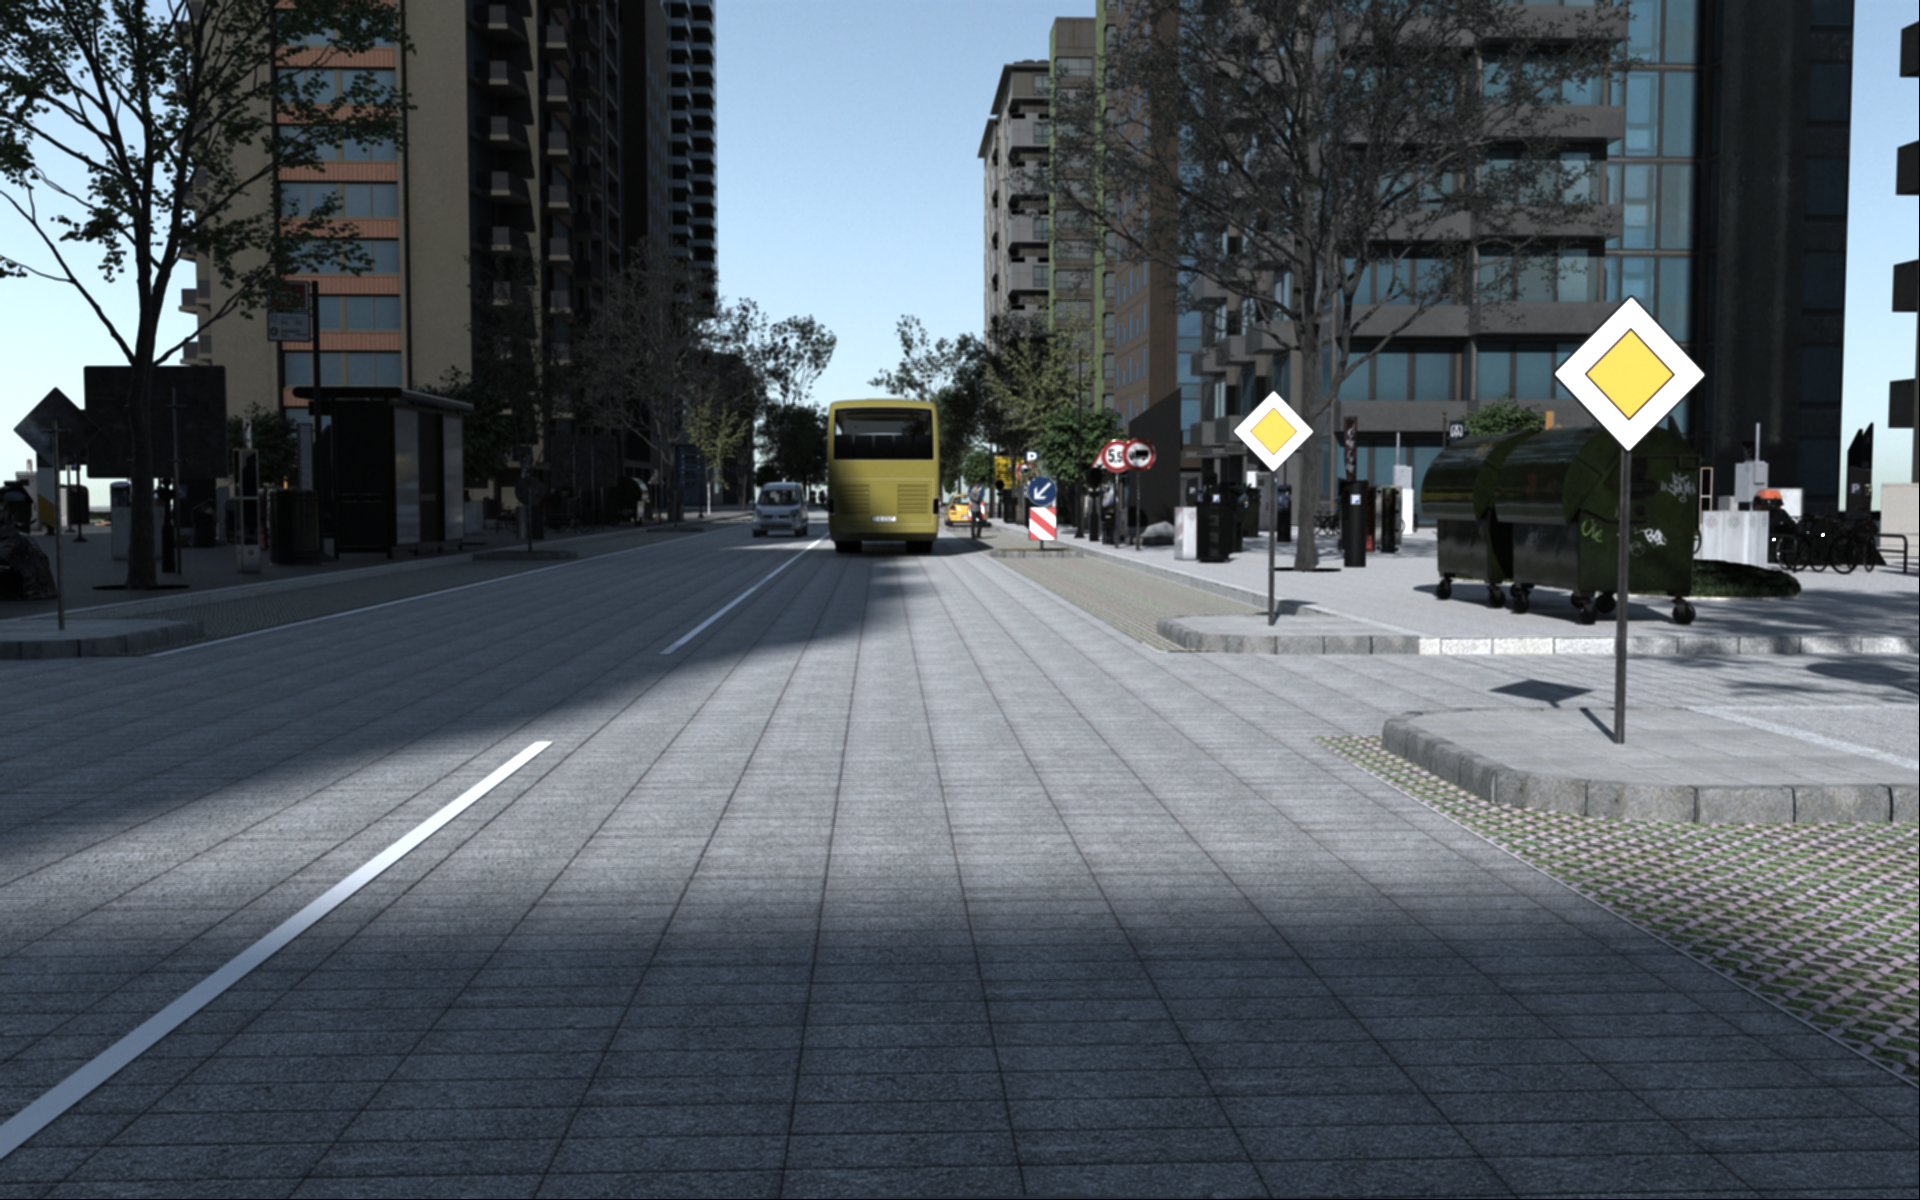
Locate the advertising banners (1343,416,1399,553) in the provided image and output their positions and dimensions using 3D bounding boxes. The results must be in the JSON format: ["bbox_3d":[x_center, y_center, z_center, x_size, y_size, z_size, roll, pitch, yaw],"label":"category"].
[{"bbox_3d":[9.094,-2.585,38.454,0.090,3.025,2.074,-1,4,-22],"label":"advertising banners"}]

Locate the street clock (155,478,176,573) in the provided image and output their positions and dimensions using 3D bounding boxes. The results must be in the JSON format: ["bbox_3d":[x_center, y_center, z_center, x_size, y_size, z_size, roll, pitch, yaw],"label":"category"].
[{"bbox_3d":[-12.984,-1.456,28.371,0.358,2.002,0.471,-1,4,-19],"label":"street clock"}]

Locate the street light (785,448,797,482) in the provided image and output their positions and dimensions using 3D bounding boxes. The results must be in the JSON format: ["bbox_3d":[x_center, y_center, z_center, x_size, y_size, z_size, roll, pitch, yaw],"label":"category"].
[{"bbox_3d":[-17.150,-12.434,175.841,1.470,5.913,1.316,0,4,-3],"label":"street light"}]

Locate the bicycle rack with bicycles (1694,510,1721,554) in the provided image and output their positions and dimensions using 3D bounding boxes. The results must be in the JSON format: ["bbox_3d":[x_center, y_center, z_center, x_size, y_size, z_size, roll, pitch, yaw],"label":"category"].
[{"bbox_3d":[16.295,-1.523,38.286,2.852,0.926,2.925,1,4,19],"label":"bicycle rack with bicycles"}]

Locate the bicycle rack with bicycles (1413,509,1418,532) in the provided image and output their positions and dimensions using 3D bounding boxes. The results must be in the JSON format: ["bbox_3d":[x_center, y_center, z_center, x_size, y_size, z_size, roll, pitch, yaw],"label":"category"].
[{"bbox_3d":[14.449,-2.831,59.666,2.852,0.926,2.925,0,4,7],"label":"bicycle rack with bicycles"}]

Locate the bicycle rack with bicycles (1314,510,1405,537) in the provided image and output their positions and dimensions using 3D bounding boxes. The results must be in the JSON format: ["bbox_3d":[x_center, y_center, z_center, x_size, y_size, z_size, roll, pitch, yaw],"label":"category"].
[{"bbox_3d":[11.621,-2.387,52.405,2.925,0.926,2.852,3,5,39],"label":"bicycle rack with bicycles"}]

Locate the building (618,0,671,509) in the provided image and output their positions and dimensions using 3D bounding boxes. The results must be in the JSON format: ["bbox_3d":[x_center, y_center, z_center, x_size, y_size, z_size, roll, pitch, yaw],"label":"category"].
[{"bbox_3d":[-32.472,-30.378,146.792,14.600,45.320,14.200,0,4,-3],"label":"building"}]

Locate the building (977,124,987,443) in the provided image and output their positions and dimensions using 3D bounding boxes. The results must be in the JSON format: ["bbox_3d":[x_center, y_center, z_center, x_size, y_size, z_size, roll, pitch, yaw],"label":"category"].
[{"bbox_3d":[17.444,-39.680,238.006,28.713,52.752,27.495,0,4,-3],"label":"building"}]

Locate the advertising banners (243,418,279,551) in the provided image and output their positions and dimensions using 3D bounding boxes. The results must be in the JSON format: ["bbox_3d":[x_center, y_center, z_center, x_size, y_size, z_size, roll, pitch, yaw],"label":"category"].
[{"bbox_3d":[-15.861,-2.639,39.338,0.090,3.025,2.074,-3,5,-43],"label":"advertising banners"}]

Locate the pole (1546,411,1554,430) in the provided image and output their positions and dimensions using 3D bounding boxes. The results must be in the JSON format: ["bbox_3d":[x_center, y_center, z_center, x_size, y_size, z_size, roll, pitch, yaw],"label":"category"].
[{"bbox_3d":[14.524,-2.989,42.721,0.158,3.312,0.155,0,3,0],"label":"pole"}]

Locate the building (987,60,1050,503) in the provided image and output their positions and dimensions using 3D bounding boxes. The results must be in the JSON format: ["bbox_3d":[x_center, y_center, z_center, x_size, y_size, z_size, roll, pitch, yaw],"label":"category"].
[{"bbox_3d":[18.820,-37.945,209.642,28.713,52.752,27.495,0,4,-3],"label":"building"}]

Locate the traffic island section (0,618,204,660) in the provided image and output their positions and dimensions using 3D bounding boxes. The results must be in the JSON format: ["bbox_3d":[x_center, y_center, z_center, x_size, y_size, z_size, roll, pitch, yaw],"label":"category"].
[{"bbox_3d":[-8.525,0.360,16.393,2.009,0.180,2.903,0,4,-3],"label":"traffic island section"}]

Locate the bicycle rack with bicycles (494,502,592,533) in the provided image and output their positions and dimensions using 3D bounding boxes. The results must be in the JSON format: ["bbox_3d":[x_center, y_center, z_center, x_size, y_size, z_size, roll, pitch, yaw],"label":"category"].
[{"bbox_3d":[-13.990,-2.673,57.087,2.925,0.926,2.852,2,4,32],"label":"bicycle rack with bicycles"}]

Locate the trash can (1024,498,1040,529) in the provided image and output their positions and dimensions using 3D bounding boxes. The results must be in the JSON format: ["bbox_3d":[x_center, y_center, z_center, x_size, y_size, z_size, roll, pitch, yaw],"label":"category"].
[{"bbox_3d":[2.719,-3.229,64.451,0.748,1.137,0.748,0,3,0],"label":"trash can"}]

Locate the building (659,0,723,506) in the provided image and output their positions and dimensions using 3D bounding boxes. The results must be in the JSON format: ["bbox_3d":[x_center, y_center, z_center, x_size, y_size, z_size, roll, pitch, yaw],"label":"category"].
[{"bbox_3d":[-37.873,-53.994,195.471,22.319,86.520,31.000,0,4,-3],"label":"building"}]

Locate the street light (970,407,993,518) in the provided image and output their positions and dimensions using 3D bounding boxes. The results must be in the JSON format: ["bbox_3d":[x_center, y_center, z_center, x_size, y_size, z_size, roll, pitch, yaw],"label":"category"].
[{"bbox_3d":[1.082,-7.283,91.614,1.470,5.913,1.316,0,4,-3],"label":"street light"}]

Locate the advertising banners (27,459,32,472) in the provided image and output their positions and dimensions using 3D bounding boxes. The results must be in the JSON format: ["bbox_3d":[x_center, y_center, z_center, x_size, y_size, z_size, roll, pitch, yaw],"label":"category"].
[{"bbox_3d":[-47.491,-5.604,87.818,2.074,3.025,0.090,3,4,39],"label":"advertising banners"}]

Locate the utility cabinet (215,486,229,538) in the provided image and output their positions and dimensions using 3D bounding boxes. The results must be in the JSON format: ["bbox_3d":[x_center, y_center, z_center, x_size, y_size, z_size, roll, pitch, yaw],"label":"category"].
[{"bbox_3d":[-20.010,-2.336,46.877,0.318,1.500,1.173,-2,4,-29],"label":"utility cabinet"}]

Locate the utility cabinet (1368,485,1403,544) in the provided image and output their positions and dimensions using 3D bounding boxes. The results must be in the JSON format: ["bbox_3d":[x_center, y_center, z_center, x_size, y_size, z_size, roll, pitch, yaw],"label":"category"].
[{"bbox_3d":[10.663,-2.163,44.049,0.318,1.500,1.173,-3,5,-43],"label":"utility cabinet"}]

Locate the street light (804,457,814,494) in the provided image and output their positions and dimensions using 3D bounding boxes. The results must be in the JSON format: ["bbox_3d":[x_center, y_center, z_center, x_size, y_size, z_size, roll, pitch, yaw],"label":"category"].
[{"bbox_3d":[-19.001,-14.984,217.527,1.470,5.913,1.316,0,4,-3],"label":"street light"}]

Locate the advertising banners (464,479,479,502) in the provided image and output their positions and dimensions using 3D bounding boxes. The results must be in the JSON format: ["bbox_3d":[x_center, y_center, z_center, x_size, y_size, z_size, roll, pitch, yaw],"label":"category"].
[{"bbox_3d":[-17.562,-3.982,61.288,0.090,3.025,2.074,1,4,19],"label":"advertising banners"}]

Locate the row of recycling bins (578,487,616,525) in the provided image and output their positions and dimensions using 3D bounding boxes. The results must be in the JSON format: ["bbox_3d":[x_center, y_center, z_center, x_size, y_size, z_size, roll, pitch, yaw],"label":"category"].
[{"bbox_3d":[-15.115,-3.992,72.375,1.069,1.692,3.534,0,4,2],"label":"row of recycling bins"}]

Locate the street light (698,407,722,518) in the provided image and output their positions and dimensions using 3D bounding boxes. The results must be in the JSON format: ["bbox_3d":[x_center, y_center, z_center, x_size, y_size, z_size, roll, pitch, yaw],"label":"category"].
[{"bbox_3d":[-13.370,-7.355,92.800,1.470,5.913,1.316,0,4,-3],"label":"street light"}]

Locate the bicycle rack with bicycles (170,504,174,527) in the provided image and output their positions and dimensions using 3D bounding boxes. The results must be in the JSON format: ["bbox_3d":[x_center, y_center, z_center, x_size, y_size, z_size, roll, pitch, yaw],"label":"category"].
[{"bbox_3d":[-29.072,-3.161,65.071,2.925,0.926,2.852,-3,5,-44],"label":"bicycle rack with bicycles"}]

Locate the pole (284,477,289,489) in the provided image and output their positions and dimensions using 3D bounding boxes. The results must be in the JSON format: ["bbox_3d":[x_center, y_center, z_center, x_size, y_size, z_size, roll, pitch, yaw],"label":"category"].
[{"bbox_3d":[-32.080,-5.422,82.486,0.158,3.312,0.155,0,3,0],"label":"pole"}]

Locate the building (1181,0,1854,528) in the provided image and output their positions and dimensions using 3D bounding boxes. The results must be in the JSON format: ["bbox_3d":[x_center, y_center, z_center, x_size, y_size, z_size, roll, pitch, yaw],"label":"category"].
[{"bbox_3d":[22.752,-27.942,76.461,23.786,49.044,30.456,0,4,-3],"label":"building"}]

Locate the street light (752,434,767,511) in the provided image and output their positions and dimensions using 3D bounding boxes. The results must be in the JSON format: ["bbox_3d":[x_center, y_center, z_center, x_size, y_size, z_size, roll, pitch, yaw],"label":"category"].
[{"bbox_3d":[-15.358,-9.858,133.715,1.470,5.913,1.316,0,4,-3],"label":"street light"}]

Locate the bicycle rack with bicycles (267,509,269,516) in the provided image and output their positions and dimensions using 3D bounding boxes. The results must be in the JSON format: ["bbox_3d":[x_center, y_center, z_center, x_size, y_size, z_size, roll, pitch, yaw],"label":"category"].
[{"bbox_3d":[-29.247,-3.880,76.816,2.852,0.926,2.925,2,4,32],"label":"bicycle rack with bicycles"}]

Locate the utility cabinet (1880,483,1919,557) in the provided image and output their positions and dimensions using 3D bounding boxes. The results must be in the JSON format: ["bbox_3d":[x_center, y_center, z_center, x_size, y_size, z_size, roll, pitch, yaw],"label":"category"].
[{"bbox_3d":[19.105,-1.589,34.654,1.173,1.500,0.318,3,5,40],"label":"utility cabinet"}]

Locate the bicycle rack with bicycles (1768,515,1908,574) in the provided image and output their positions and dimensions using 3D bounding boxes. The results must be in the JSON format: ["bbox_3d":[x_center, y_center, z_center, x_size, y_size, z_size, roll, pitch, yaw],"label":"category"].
[{"bbox_3d":[14.356,-0.946,28.843,2.852,0.926,2.925,0,4,3],"label":"bicycle rack with bicycles"}]

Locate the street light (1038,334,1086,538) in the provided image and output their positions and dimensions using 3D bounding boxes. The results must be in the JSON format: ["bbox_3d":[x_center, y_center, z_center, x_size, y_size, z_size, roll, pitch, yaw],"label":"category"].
[{"bbox_3d":[2.944,-4.755,50.280,1.470,5.913,1.316,0,4,-3],"label":"street light"}]

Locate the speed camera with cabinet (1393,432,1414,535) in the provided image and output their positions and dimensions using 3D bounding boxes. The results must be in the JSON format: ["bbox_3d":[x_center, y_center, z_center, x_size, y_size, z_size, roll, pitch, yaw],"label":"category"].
[{"bbox_3d":[14.082,-3.706,54.934,0.660,3.252,2.038,1,4,13],"label":"speed camera with cabinet"}]

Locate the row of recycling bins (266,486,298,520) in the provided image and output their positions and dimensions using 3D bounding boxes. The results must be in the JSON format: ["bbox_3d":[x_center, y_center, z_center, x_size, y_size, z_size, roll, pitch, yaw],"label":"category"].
[{"bbox_3d":[-33.757,-4.846,86.337,1.069,1.692,3.534,0,4,4],"label":"row of recycling bins"}]

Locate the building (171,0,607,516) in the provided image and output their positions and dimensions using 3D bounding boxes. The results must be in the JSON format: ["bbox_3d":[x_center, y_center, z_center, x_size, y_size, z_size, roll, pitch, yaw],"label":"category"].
[{"bbox_3d":[-33.773,-27.500,104.242,22.147,44.769,28.867,0,4,-3],"label":"building"}]

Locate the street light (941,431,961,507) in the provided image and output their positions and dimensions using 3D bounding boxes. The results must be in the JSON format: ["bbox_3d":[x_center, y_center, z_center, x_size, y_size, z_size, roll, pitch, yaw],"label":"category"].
[{"bbox_3d":[-0.528,-9.467,127.322,1.470,5.913,1.316,0,4,-3],"label":"street light"}]

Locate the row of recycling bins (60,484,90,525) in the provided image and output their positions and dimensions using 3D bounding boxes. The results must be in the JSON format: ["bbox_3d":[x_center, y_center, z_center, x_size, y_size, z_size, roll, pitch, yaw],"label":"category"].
[{"bbox_3d":[-37.868,-4.052,73.356,1.069,1.692,3.534,0,4,-5],"label":"row of recycling bins"}]

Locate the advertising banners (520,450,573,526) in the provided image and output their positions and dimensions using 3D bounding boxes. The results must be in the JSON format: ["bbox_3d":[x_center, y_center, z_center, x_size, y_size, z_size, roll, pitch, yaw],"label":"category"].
[{"bbox_3d":[-16.611,-4.484,69.507,2.074,3.025,0.090,-1,4,-22],"label":"advertising banners"}]

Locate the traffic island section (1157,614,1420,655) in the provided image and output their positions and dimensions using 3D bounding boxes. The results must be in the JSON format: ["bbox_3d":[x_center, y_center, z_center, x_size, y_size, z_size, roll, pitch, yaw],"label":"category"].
[{"bbox_3d":[3.054,0.329,16.908,2.009,0.180,2.903,0,4,-3],"label":"traffic island section"}]

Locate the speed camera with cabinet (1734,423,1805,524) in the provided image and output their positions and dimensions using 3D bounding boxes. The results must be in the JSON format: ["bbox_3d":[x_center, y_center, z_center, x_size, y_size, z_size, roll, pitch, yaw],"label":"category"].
[{"bbox_3d":[22.797,-3.328,48.742,2.038,3.252,0.660,-1,4,-21],"label":"speed camera with cabinet"}]

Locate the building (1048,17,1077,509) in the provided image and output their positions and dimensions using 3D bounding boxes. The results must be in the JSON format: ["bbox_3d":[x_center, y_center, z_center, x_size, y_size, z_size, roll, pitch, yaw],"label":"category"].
[{"bbox_3d":[14.692,-28.710,153.005,14.154,41.232,14.086,0,4,-3],"label":"building"}]

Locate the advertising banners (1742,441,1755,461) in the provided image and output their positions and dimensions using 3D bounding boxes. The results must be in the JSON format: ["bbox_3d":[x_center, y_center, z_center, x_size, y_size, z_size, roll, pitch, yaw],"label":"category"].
[{"bbox_3d":[26.898,-3.760,57.666,2.074,3.025,0.090,-1,4,-12],"label":"advertising banners"}]

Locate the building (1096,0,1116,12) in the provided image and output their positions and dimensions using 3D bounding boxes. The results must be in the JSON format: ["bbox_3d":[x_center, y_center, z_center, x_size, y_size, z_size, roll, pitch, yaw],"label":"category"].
[{"bbox_3d":[15.720,-26.362,114.612,14.154,41.232,14.086,0,4,-3],"label":"building"}]

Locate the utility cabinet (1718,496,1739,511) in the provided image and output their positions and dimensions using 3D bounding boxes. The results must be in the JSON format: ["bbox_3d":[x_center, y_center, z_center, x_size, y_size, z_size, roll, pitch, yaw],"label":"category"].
[{"bbox_3d":[24.748,-2.732,55.834,0.306,1.237,1.020,0,4,3],"label":"utility cabinet"}]

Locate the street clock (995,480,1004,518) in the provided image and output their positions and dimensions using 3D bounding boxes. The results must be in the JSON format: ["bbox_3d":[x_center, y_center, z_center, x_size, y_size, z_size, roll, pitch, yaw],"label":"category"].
[{"bbox_3d":[2.095,-5.311,91.405,0.471,2.002,0.358,0,4,6],"label":"street clock"}]

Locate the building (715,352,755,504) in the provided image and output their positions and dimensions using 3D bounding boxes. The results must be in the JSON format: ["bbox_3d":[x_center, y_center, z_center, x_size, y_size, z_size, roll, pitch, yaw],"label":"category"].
[{"bbox_3d":[-41.911,-23.387,227.422,27.650,21.520,28.899,0,4,-3],"label":"building"}]

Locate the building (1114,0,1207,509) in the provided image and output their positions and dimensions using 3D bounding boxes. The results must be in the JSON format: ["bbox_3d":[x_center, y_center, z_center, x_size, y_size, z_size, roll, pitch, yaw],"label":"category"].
[{"bbox_3d":[16.804,-27.524,100.128,14.600,45.320,14.200,0,4,-3],"label":"building"}]

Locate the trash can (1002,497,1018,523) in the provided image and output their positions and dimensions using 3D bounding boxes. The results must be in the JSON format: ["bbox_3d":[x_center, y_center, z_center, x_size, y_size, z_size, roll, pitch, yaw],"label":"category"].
[{"bbox_3d":[2.215,-3.939,76.057,0.748,1.137,0.748,0,3,0],"label":"trash can"}]

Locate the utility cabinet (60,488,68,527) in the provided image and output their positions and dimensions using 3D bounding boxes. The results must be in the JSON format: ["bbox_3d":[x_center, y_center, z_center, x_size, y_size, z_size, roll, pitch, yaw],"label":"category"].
[{"bbox_3d":[-35.326,-3.583,67.258,1.173,1.500,0.318,-1,4,-21],"label":"utility cabinet"}]

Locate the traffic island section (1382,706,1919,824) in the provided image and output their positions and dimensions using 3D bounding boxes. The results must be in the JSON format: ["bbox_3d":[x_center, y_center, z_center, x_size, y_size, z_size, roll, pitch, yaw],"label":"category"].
[{"bbox_3d":[3.414,0.816,8.931,2.009,0.180,2.903,0,4,-3],"label":"traffic island section"}]

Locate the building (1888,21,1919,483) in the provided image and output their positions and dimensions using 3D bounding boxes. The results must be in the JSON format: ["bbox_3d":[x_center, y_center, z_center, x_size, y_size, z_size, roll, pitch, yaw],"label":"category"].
[{"bbox_3d":[32.206,-25.089,33.912,21.600,48.544,21.300,0,4,-3],"label":"building"}]

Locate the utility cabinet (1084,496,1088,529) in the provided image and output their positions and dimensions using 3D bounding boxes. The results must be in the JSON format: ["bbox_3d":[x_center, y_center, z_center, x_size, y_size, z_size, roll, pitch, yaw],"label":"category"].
[{"bbox_3d":[4.558,-3.208,63.617,0.306,1.237,1.020,0,4,4],"label":"utility cabinet"}]

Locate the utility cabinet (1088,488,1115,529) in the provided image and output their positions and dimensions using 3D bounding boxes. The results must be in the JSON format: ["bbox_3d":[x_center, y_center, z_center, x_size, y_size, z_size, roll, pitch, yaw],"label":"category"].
[{"bbox_3d":[5.095,-3.266,62.085,0.318,1.500,1.173,-2,4,-35],"label":"utility cabinet"}]

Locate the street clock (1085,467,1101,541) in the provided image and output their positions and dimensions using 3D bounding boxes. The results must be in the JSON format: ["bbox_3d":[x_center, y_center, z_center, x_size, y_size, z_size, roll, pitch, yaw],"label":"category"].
[{"bbox_3d":[3.640,-2.591,46.937,0.471,2.002,0.358,-2,4,-30],"label":"street clock"}]

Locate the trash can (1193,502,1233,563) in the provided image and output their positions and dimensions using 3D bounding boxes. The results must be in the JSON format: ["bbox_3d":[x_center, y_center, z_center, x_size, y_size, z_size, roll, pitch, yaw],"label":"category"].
[{"bbox_3d":[4.728,-1.269,32.404,0.748,1.137,0.748,0,3,0],"label":"trash can"}]

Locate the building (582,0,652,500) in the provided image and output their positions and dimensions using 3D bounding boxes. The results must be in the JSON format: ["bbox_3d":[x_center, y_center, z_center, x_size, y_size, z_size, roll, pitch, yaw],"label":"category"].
[{"bbox_3d":[-34.092,-42.216,128.487,20.563,71.187,20.611,0,4,-3],"label":"building"}]

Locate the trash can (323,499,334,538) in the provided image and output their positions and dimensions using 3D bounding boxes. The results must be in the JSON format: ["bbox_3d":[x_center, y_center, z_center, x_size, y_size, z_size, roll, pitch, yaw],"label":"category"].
[{"bbox_3d":[-18.422,-2.376,50.505,0.748,1.137,0.748,0,3,0],"label":"trash can"}]
